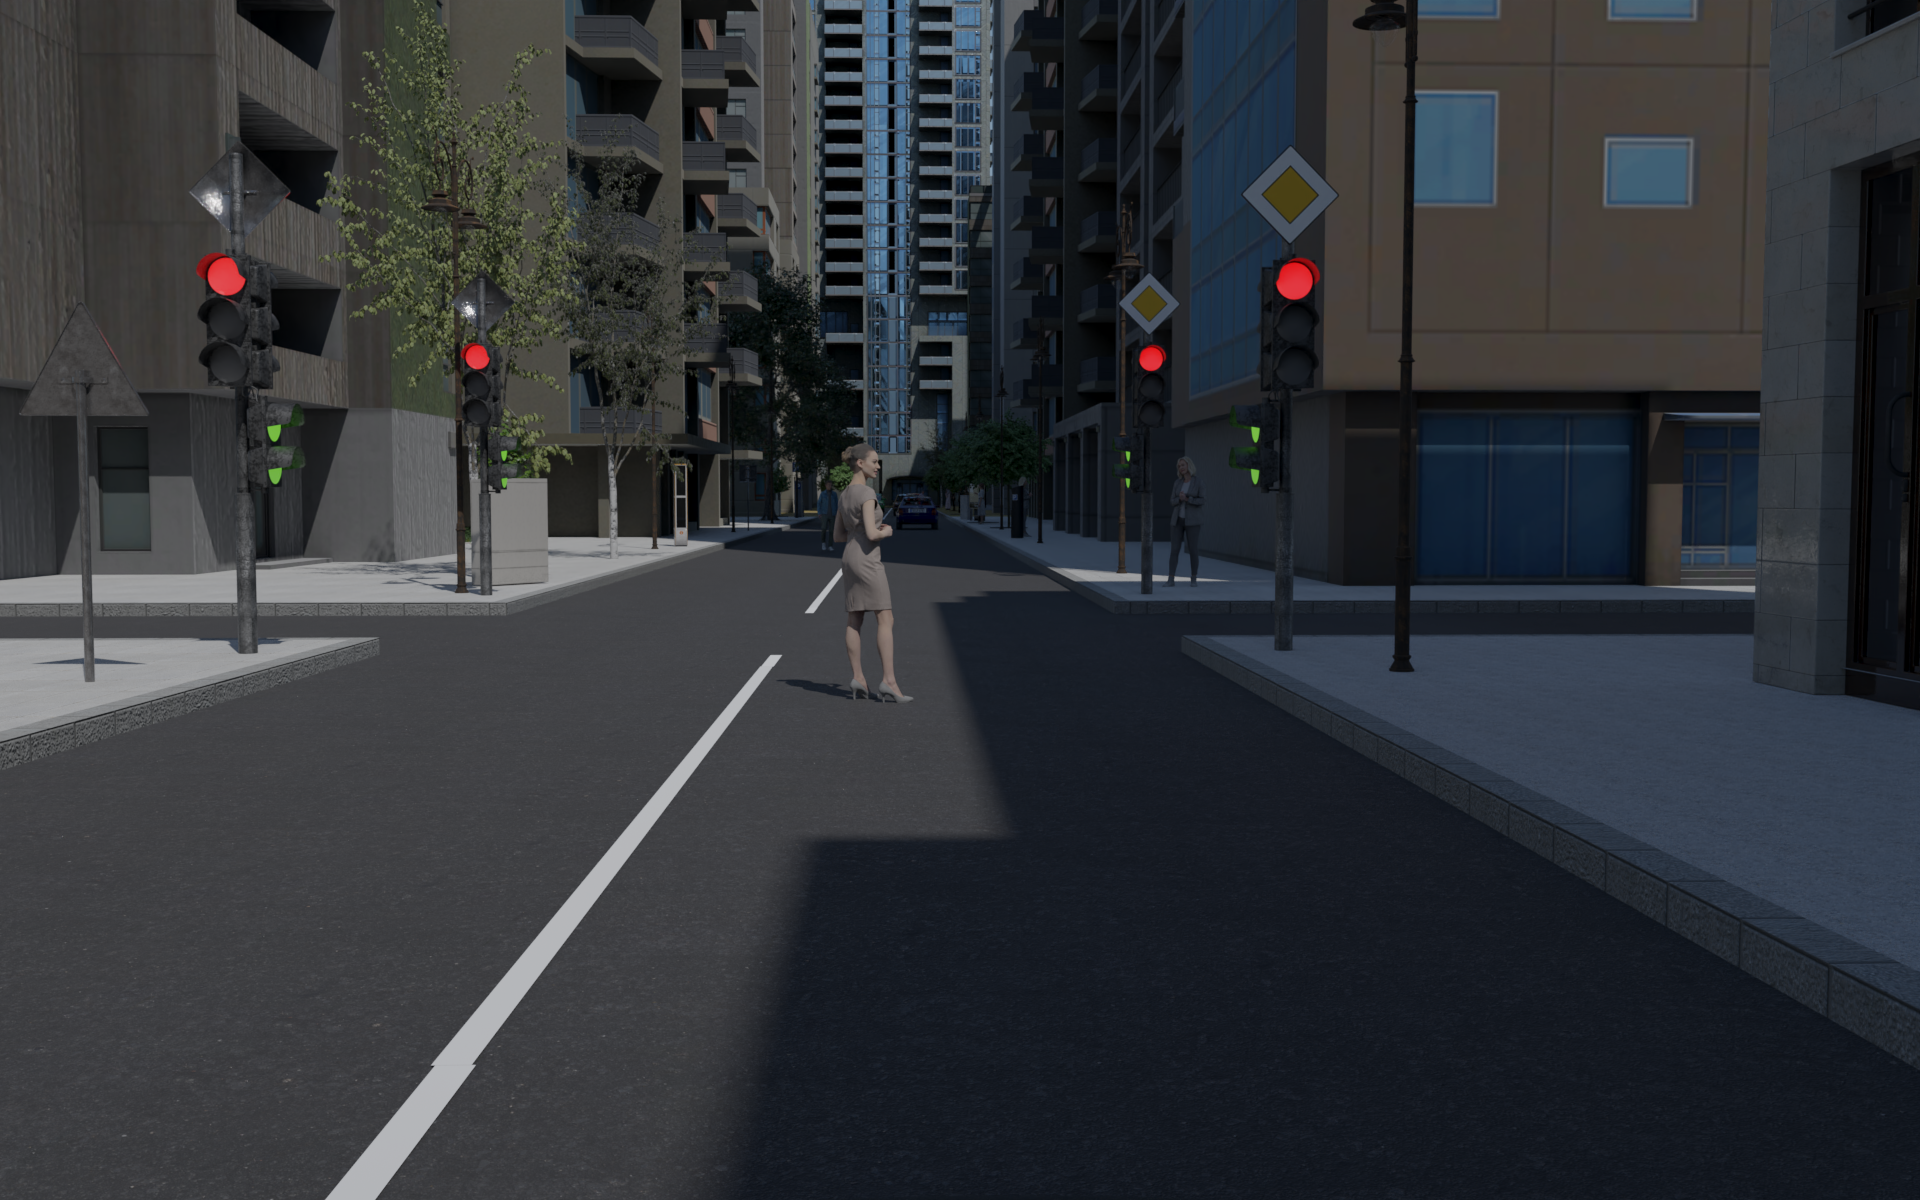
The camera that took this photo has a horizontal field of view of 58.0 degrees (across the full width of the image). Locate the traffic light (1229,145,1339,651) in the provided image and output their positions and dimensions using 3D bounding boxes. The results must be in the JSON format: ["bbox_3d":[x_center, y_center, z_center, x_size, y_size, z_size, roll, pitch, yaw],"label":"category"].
[{"bbox_3d":[2.640,-1.541,14.122,0.839,4.253,0.868,0,4,-2],"label":"traffic light"}]

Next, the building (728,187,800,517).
[{"bbox_3d":[-25.070,-16.323,111.928,27.650,21.520,28.899,0,4,-2],"label":"building"}]

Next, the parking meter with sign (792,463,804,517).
[{"bbox_3d":[-8.860,-6.057,95.294,0.543,3.016,1.738,0,4,1],"label":"parking meter with sign"}]

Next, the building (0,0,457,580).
[{"bbox_3d":[-17.592,-15.760,29.371,14.160,30.474,14.107,0,4,-2],"label":"building"}]

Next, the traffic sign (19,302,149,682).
[{"bbox_3d":[-5.940,-0.718,11.749,0.884,2.594,0.081,0,4,2],"label":"traffic sign"}]

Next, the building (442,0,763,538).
[{"bbox_3d":[-18.918,-24.926,62.157,22.147,44.769,28.867,0,4,-2],"label":"building"}]

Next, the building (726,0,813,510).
[{"bbox_3d":[-18.931,-27.549,134.023,14.154,41.232,14.086,0,4,-2],"label":"building"}]

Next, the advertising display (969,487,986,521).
[{"bbox_3d":[0.847,-4.761,83.061,0.974,1.923,0.123,3,5,40],"label":"advertising display"}]

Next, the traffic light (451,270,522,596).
[{"bbox_3d":[-5.979,-2.012,21.812,0.839,4.253,0.868,0,4,-2],"label":"traffic light"}]

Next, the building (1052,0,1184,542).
[{"bbox_3d":[13.827,-37.367,49.207,20.563,71.187,20.611,0,4,-2],"label":"building"}]

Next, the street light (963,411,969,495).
[{"bbox_3d":[0.345,-7.584,96.792,0.468,5.910,1.993,0,4,-2],"label":"street light"}]

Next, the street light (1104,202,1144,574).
[{"bbox_3d":[2.613,-3.365,27.801,0.468,5.910,1.993,0,4,-2],"label":"street light"}]

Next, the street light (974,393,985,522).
[{"bbox_3d":[0.895,-6.534,79.614,0.468,5.910,1.993,0,4,-2],"label":"street light"}]

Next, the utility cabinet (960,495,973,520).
[{"bbox_3d":[0.332,-4.647,87.137,0.306,1.237,1.020,-1,4,-21],"label":"utility cabinet"}]

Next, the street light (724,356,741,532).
[{"bbox_3d":[-7.612,-5.213,58.026,0.468,5.910,1.993,0,4,-2],"label":"street light"}]

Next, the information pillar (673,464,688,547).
[{"bbox_3d":[-6.840,-2.317,42.377,0.304,2.012,0.304,-1,4,-16],"label":"information pillar"}]

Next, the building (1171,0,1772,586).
[{"bbox_3d":[11.817,-23.204,29.499,14.200,45.320,14.600,0,4,-2],"label":"building"}]

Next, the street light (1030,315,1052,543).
[{"bbox_3d":[2.087,-4.415,44.980,0.468,5.910,1.993,0,4,-2],"label":"street light"}]

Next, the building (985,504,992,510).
[{"bbox_3d":[17.252,-27.677,144.396,32.217,40.220,23.993,0,4,-2],"label":"building"}]

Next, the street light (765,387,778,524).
[{"bbox_3d":[-8.177,-6.264,75.204,0.468,5.910,1.993,0,4,-2],"label":"street light"}]

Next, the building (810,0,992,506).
[{"bbox_3d":[-9.611,-53.761,191.656,31.000,86.520,22.319,0,4,-2],"label":"building"}]

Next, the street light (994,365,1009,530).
[{"bbox_3d":[1.500,-5.466,62.156,0.468,5.910,1.993,0,4,-2],"label":"street light"}]

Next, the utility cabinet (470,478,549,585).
[{"bbox_3d":[-6.363,-0.965,24.458,0.318,1.500,1.173,2,4,32],"label":"utility cabinet"}]

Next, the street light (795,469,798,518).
[{"bbox_3d":[-8.725,-7.315,92.382,0.468,5.910,1.993,0,4,-2],"label":"street light"}]

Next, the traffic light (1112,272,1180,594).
[{"bbox_3d":[2.377,-2.029,22.102,0.839,4.253,0.868,0,4,-2],"label":"traffic light"}]

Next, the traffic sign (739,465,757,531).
[{"bbox_3d":[-7.399,-3.570,60.492,0.606,2.300,0.079,0,4,-2],"label":"traffic sign"}]

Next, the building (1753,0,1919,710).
[{"bbox_3d":[10.881,-9.067,3.000,10.420,20.320,16.860,0,4,-2],"label":"building"}]

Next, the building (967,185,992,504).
[{"bbox_3d":[7.647,-24.025,164.514,14.160,30.474,14.107,0,4,-2],"label":"building"}]

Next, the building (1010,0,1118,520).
[{"bbox_3d":[13.833,-26.183,82.709,22.147,44.769,28.867,0,4,-2],"label":"building"}]

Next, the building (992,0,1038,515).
[{"bbox_3d":[12.671,-35.189,117.345,21.231,58.520,28.212,0,4,-2],"label":"building"}]

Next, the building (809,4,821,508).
[{"bbox_3d":[-23.995,-32.782,159.685,21.600,48.544,21.300,0,4,-2],"label":"building"}]

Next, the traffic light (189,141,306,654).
[{"bbox_3d":[-5.716,-1.524,13.831,0.839,4.253,0.868,0,4,-2],"label":"traffic light"}]
